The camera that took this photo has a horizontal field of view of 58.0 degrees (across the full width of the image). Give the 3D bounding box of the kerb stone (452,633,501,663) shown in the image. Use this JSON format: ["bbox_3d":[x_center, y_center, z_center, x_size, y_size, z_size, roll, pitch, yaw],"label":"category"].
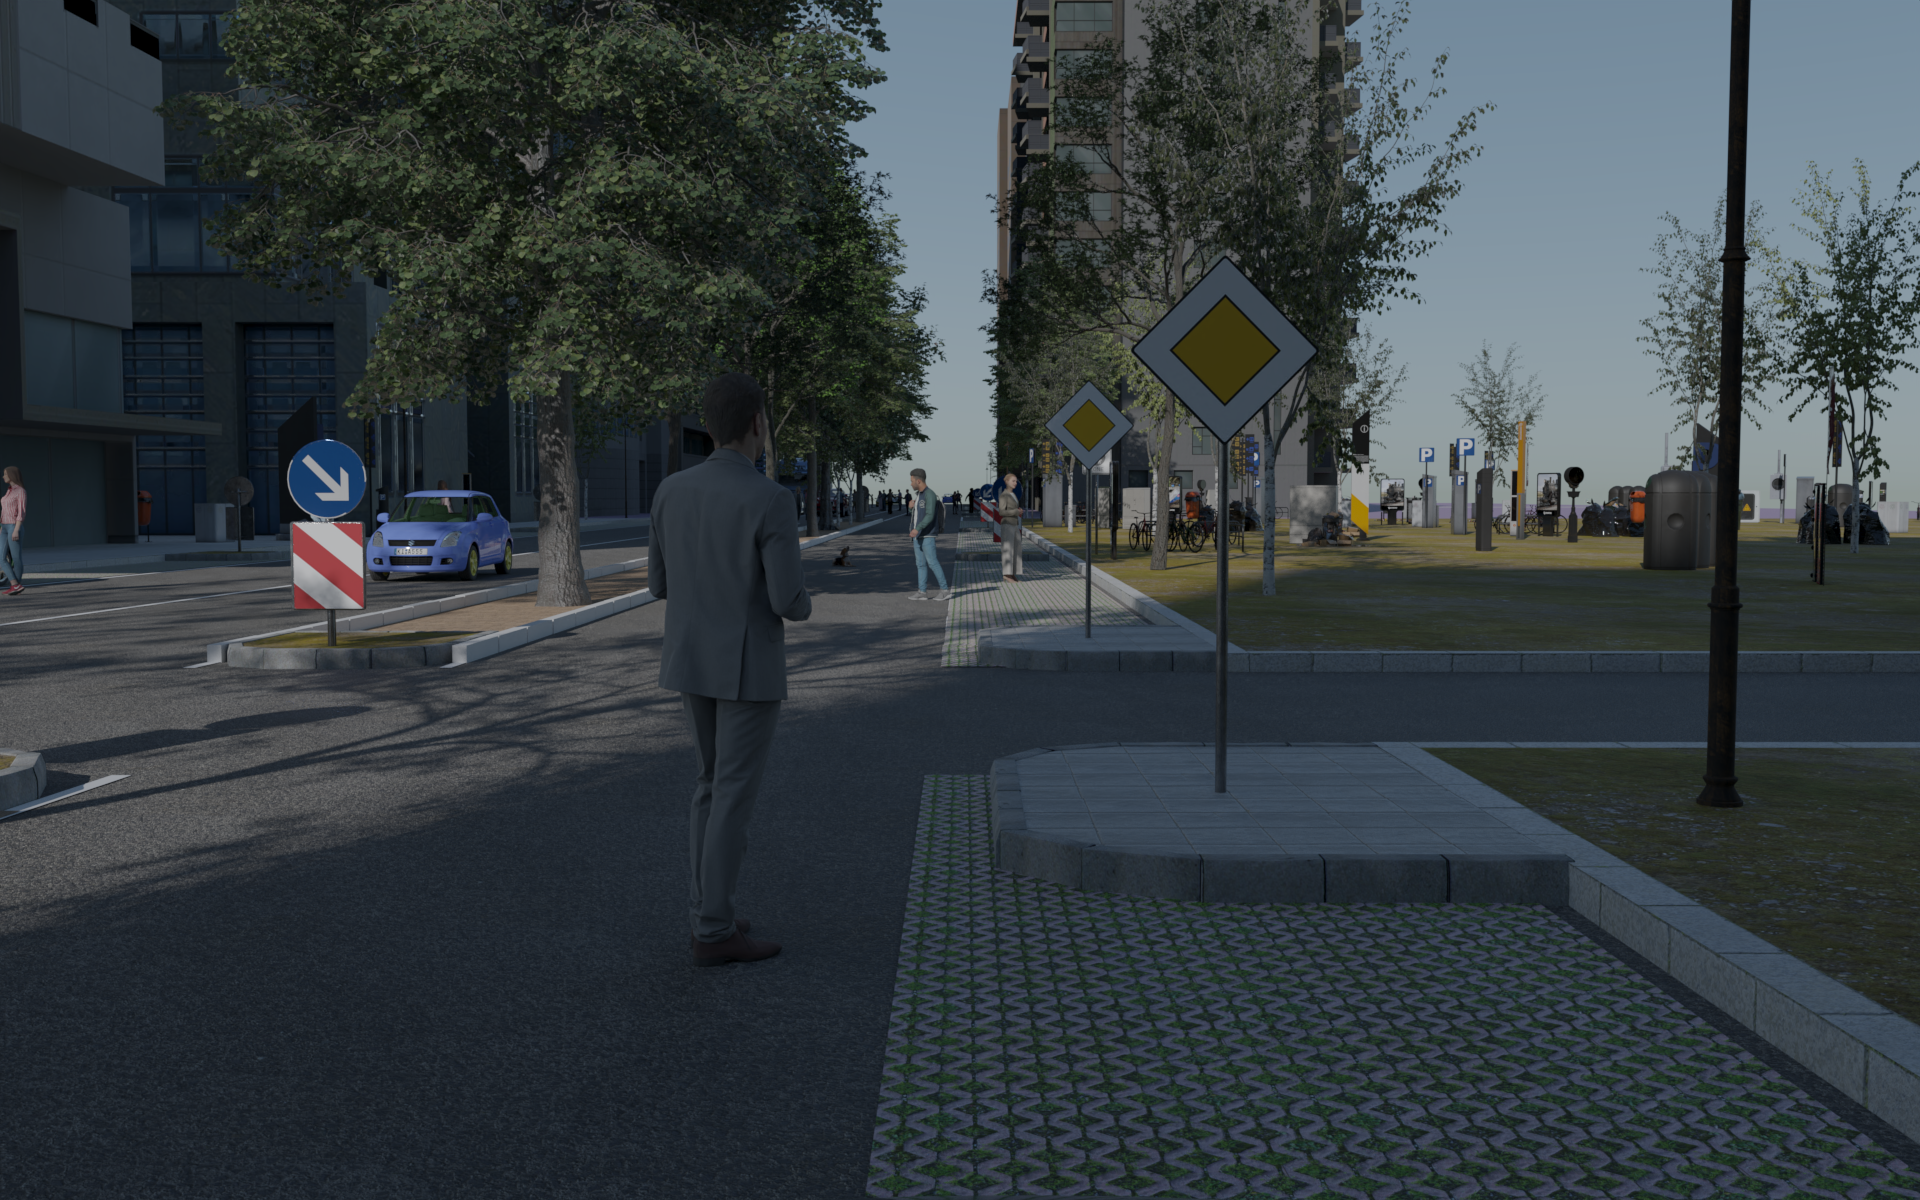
[{"bbox_3d":[-4.236,0.430,15.161,0.120,0.150,1.000,0,4,0],"label":"kerb stone"}]

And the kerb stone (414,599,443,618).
[{"bbox_3d":[-6.321,0.113,20.344,0.120,0.150,1.000,0,4,0],"label":"kerb stone"}]

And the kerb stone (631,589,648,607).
[{"bbox_3d":[-4.212,-0.007,22.348,0.120,0.150,1.000,0,4,0],"label":"kerb stone"}]

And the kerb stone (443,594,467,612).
[{"bbox_3d":[-6.317,0.058,21.372,0.120,0.150,1.000,0,4,0],"label":"kerb stone"}]

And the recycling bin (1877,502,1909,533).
[{"bbox_3d":[30.965,-2.749,57.502,0.722,1.027,0.722,-2,4,-35],"label":"recycling bin"}]

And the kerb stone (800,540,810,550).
[{"bbox_3d":[-4.149,-1.452,45.932,0.120,0.150,1.000,0,4,0],"label":"kerb stone"}]

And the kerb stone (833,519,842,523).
[{"bbox_3d":[-6.153,-3.960,86.938,0.120,0.150,1.000,0,4,0],"label":"kerb stone"}]

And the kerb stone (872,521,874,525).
[{"bbox_3d":[-4.066,-3.396,77.728,0.120,0.150,1.000,0,4,0],"label":"kerb stone"}]

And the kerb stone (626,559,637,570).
[{"bbox_3d":[-6.287,-0.633,32.650,0.120,0.150,1.000,0,4,0],"label":"kerb stone"}]

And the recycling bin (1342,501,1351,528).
[{"bbox_3d":[14.587,-3.311,66.685,0.722,1.027,0.722,-1,4,-18],"label":"recycling bin"}]

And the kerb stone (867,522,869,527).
[{"bbox_3d":[-4.081,-3.145,73.624,0.120,0.150,1.000,0,4,0],"label":"kerb stone"}]

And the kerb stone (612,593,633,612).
[{"bbox_3d":[-4.218,0.053,21.326,0.120,0.150,1.000,0,4,0],"label":"kerb stone"}]

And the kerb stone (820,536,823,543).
[{"bbox_3d":[-4.144,-1.702,50.026,0.120,0.150,1.000,0,4,0],"label":"kerb stone"}]

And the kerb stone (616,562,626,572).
[{"bbox_3d":[-6.298,-0.574,31.618,0.120,0.150,1.000,0,4,0],"label":"kerb stone"}]

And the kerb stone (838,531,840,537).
[{"bbox_3d":[-4.130,-2.139,57.209,0.120,0.150,1.000,0,4,0],"label":"kerb stone"}]

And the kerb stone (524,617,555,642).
[{"bbox_3d":[-4.230,0.305,17.215,0.120,0.150,1.000,0,4,0],"label":"kerb stone"}]

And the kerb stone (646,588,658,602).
[{"bbox_3d":[-4.209,-0.072,23.376,0.120,0.150,1.000,0,4,0],"label":"kerb stone"}]

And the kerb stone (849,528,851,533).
[{"bbox_3d":[-4.107,-2.456,62.346,0.120,0.150,1.000,0,4,0],"label":"kerb stone"}]

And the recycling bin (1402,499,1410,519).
[{"bbox_3d":[23.274,-4.692,89.261,0.722,1.027,0.722,-1,4,-18],"label":"recycling bin"}]

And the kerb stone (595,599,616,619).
[{"bbox_3d":[-4.221,0.118,20.295,0.120,0.150,1.000,0,4,0],"label":"kerb stone"}]

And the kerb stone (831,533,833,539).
[{"bbox_3d":[-4.133,-1.954,54.137,0.120,0.150,1.000,0,4,0],"label":"kerb stone"}]

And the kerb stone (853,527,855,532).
[{"bbox_3d":[-4.102,-2.580,64.393,0.120,0.150,1.000,0,4,0],"label":"kerb stone"}]

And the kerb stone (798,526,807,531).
[{"bbox_3d":[-6.195,-2.825,68.501,0.120,0.150,1.000,0,4,0],"label":"kerb stone"}]

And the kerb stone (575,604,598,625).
[{"bbox_3d":[-4.221,0.182,19.273,0.120,0.150,1.000,0,4,0],"label":"kerb stone"}]

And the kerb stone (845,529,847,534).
[{"bbox_3d":[-4.114,-2.330,60.292,0.120,0.150,1.000,0,4,0],"label":"kerb stone"}]

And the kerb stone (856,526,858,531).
[{"bbox_3d":[-4.100,-2.706,66.441,0.120,0.150,1.000,0,4,0],"label":"kerb stone"}]

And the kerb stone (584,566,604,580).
[{"bbox_3d":[-6.293,-0.451,29.574,0.120,0.150,1.000,0,4,0],"label":"kerb stone"}]

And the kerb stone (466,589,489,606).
[{"bbox_3d":[-6.317,-0.012,22.394,0.120,0.150,1.000,0,4,0],"label":"kerb stone"}]

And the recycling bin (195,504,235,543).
[{"bbox_3d":[-19.841,-2.053,46.117,0.722,1.027,0.722,1,4,19],"label":"recycling bin"}]

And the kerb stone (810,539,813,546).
[{"bbox_3d":[-4.149,-1.514,46.956,0.120,0.150,1.000,0,4,0],"label":"kerb stone"}]

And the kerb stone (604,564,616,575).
[{"bbox_3d":[-6.290,-0.514,30.596,0.120,0.150,1.000,0,4,0],"label":"kerb stone"}]

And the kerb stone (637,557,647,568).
[{"bbox_3d":[-6.286,-0.702,33.672,0.120,0.150,1.000,0,4,0],"label":"kerb stone"}]

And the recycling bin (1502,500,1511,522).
[{"bbox_3d":[22.893,-3.630,71.903,0.722,1.027,0.722,1,4,20],"label":"recycling bin"}]

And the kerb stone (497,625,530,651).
[{"bbox_3d":[-4.232,0.368,16.186,0.120,0.150,1.000,0,4,0],"label":"kerb stone"}]

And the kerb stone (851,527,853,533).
[{"bbox_3d":[-4.108,-2.518,63.371,0.120,0.150,1.000,0,4,0],"label":"kerb stone"}]

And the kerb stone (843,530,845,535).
[{"bbox_3d":[-4.118,-2.259,59.269,0.120,0.150,1.000,0,4,0],"label":"kerb stone"}]

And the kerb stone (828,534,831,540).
[{"bbox_3d":[-4.138,-1.890,53.107,0.120,0.150,1.000,0,4,0],"label":"kerb stone"}]

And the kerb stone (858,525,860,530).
[{"bbox_3d":[-4.100,-2.769,67.472,0.120,0.150,1.000,0,4,0],"label":"kerb stone"}]

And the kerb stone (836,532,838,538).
[{"bbox_3d":[-4.137,-2.079,56.181,0.120,0.150,1.000,0,4,0],"label":"kerb stone"}]

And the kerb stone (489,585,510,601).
[{"bbox_3d":[-6.313,-0.075,23.417,0.120,0.150,1.000,0,4,0],"label":"kerb stone"}]

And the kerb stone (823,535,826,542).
[{"bbox_3d":[-4.137,-1.760,51.058,0.120,0.150,1.000,0,4,0],"label":"kerb stone"}]

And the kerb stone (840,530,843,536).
[{"bbox_3d":[-4.120,-2.204,58.238,0.120,0.150,1.000,0,4,0],"label":"kerb stone"}]

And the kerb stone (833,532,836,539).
[{"bbox_3d":[-4.132,-2.012,55.160,0.120,0.150,1.000,0,4,0],"label":"kerb stone"}]

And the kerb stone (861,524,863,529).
[{"bbox_3d":[-4.093,-2.895,69.527,0.120,0.150,1.000,0,4,0],"label":"kerb stone"}]

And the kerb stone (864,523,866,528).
[{"bbox_3d":[-4.093,-3.020,71.578,0.120,0.150,1.000,0,4,0],"label":"kerb stone"}]

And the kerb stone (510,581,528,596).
[{"bbox_3d":[-6.314,-0.137,24.443,0.120,0.150,1.000,0,4,0],"label":"kerb stone"}]

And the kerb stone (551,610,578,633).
[{"bbox_3d":[-4.224,0.242,18.251,0.120,0.150,1.000,0,4,0],"label":"kerb stone"}]

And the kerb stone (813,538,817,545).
[{"bbox_3d":[-4.143,-1.577,47.977,0.120,0.150,1.000,0,4,0],"label":"kerb stone"}]

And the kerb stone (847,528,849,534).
[{"bbox_3d":[-4.125,-2.393,61.319,0.120,0.150,1.000,0,4,0],"label":"kerb stone"}]

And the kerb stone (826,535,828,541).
[{"bbox_3d":[-4.135,-1.828,52.085,0.120,0.150,1.000,0,4,0],"label":"kerb stone"}]

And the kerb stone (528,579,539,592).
[{"bbox_3d":[-6.306,-0.200,25.465,0.120,0.150,1.000,0,4,0],"label":"kerb stone"}]

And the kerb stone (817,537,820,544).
[{"bbox_3d":[-4.145,-1.639,48.999,0.120,0.150,1.000,0,4,0],"label":"kerb stone"}]
